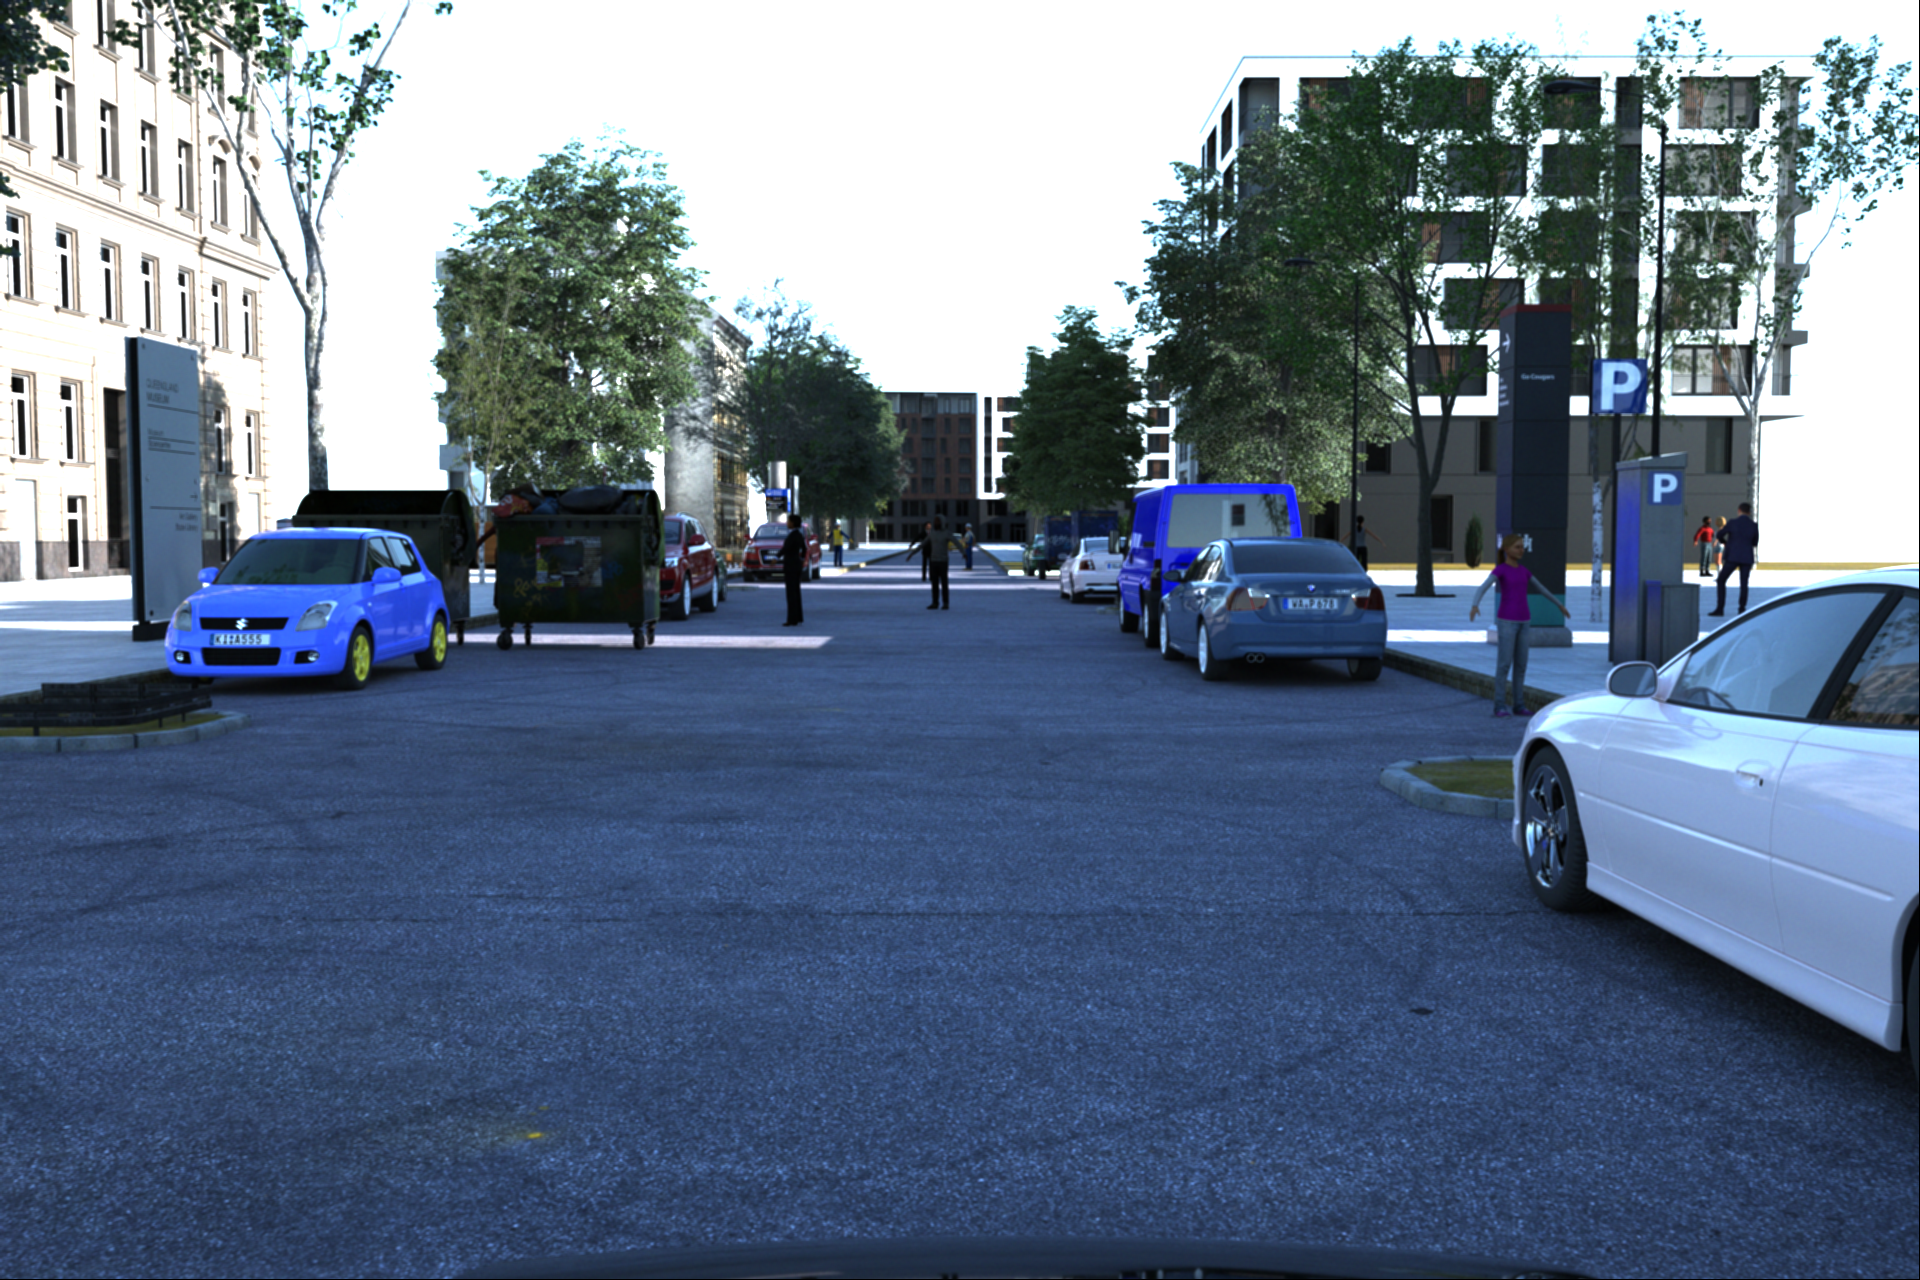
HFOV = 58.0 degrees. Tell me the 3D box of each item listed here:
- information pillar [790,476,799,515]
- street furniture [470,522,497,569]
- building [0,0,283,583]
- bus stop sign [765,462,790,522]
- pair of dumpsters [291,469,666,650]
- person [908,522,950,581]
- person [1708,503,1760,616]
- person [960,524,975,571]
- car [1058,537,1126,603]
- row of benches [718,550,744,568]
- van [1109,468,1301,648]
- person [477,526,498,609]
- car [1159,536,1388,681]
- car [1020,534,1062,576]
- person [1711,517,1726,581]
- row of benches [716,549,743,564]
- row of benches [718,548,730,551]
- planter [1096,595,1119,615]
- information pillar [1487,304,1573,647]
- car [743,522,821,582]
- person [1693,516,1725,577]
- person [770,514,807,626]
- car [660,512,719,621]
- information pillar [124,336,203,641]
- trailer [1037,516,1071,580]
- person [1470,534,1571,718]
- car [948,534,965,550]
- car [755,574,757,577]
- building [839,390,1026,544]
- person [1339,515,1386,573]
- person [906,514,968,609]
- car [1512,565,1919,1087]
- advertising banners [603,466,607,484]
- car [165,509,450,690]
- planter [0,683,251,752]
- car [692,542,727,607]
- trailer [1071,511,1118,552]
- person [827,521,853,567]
[{"bbox_3d":[-6.708,-4.827,70.241,0.184,3.620,1.656,0,4,0],"label":"information pillar"},{"bbox_3d":[-16.132,-3.650,66.532,9.812,1.723,11.010,1,4,17],"label":"street furniture"},{"bbox_3d":[-30.982,-15.554,51.575,12.463,27.353,25.104,0,3,0],"label":"building"},{"bbox_3d":[-6.649,-4.534,63.147,0.837,3.901,0.837,0,4,-1],"label":"bus stop sign"},{"bbox_3d":[-6.012,-1.031,21.815,4.436,2.255,1.574,0,4,0],"label":"pair of dumpsters"},{"bbox_3d":[-0.965,-2.692,52.655,1.347,1.806,0.705,-1,4,-19],"label":"person"},{"bbox_3d":[12.082,-1.258,27.058,0.683,1.767,0.568,0,4,4],"label":"person"},{"bbox_3d":[0.310,-3.663,68.203,0.705,1.847,1.347,2,4,28],"label":"person"},{"bbox_3d":[3.185,-1.518,37.187,2.083,1.381,4.827,0,4,-1],"label":"car"},{"bbox_3d":[-8.145,-3.062,65.529,1.422,0.672,4.104,-3,4,-36],"label":"row of benches"},{"bbox_3d":[3.272,-1.169,23.505,2.240,2.365,5.245,0,4,-1],"label":"van"},{"bbox_3d":[-7.756,-1.395,29.620,1.215,1.729,0.721,0,4,3],"label":"person"},{"bbox_3d":[3.205,-0.380,18.223,2.014,1.417,4.499,0,4,-1],"label":"car"},{"bbox_3d":[3.185,-2.968,60.329,2.131,1.459,4.920,0,4,-1],"label":"car"},{"bbox_3d":[20.490,-2.469,46.973,0.721,1.753,1.214,2,4,27],"label":"person"},{"bbox_3d":[-9.030,-3.535,73.266,4.104,0.672,1.422,1,4,22],"label":"row of benches"},{"bbox_3d":[-11.183,-3.849,78.401,1.422,0.672,4.104,-2,4,-24],"label":"row of benches"},{"bbox_3d":[3.488,-0.627,31.398,1.991,0.319,1.994,0,4,1],"label":"planter"},{"bbox_3d":[6.561,-1.865,19.867,0.750,3.857,0.750,0,4,1],"label":"information pillar"},{"bbox_3d":[-5.459,-2.743,53.514,2.281,1.827,5.304,0,4,0],"label":"car"},{"bbox_3d":[22.507,-2.818,52.188,1.345,1.816,0.704,-2,4,-29],"label":"person"},{"bbox_3d":[-2.675,-1.094,27.073,0.721,1.740,1.216,1,4,17],"label":"person"},{"bbox_3d":[-5.512,-1.328,30.389,2.281,1.827,5.304,0,4,0],"label":"car"},{"bbox_3d":[-9.808,-1.840,21.394,0.184,3.620,1.656,0,4,-1],"label":"information pillar"},{"bbox_3d":[3.207,-2.964,55.510,1.471,1.999,3.904,0,4,0],"label":"trailer"},{"bbox_3d":[4.361,-0.110,13.528,0.991,1.433,0.599,-2,4,-25],"label":"person"},{"bbox_3d":[-0.476,-7.766,137.196,2.015,1.641,3.980,0,4,-1],"label":"car"},{"bbox_3d":[-5.881,-2.846,58.893,2.083,1.381,4.827,0,4,0],"label":"car"},{"bbox_3d":[-1.074,-25.140,257.473,32.646,21.610,27.936,0,4,-7],"label":"building"},{"bbox_3d":[9.823,-2.179,42.438,1.217,1.737,0.721,2,4,25],"label":"person"},{"bbox_3d":[-0.401,-1.493,32.995,1.348,1.813,0.705,2,4,30],"label":"person"},{"bbox_3d":[3.169,0.440,5.171,2.083,1.381,4.827,0,4,0],"label":"car"},{"bbox_3d":[-9.103,-2.912,43.807,0.090,3.025,2.074,0,4,-1],"label":"advertising banners"},{"bbox_3d":[-6.320,-0.453,17.001,1.945,1.707,3.694,0,3,0],"label":"car"},{"bbox_3d":[-6.259,0.536,12.376,1.991,0.319,1.994,0,4,0],"label":"planter"},{"bbox_3d":[-5.925,-1.459,35.653,2.131,1.459,4.920,0,3,0],"label":"car"},{"bbox_3d":[3.348,-2.256,43.927,1.471,1.999,3.904,0,3,0],"label":"trailer"},{"bbox_3d":[-4.714,-3.746,67.709,1.216,1.772,0.721,2,4,30],"label":"person"}]
